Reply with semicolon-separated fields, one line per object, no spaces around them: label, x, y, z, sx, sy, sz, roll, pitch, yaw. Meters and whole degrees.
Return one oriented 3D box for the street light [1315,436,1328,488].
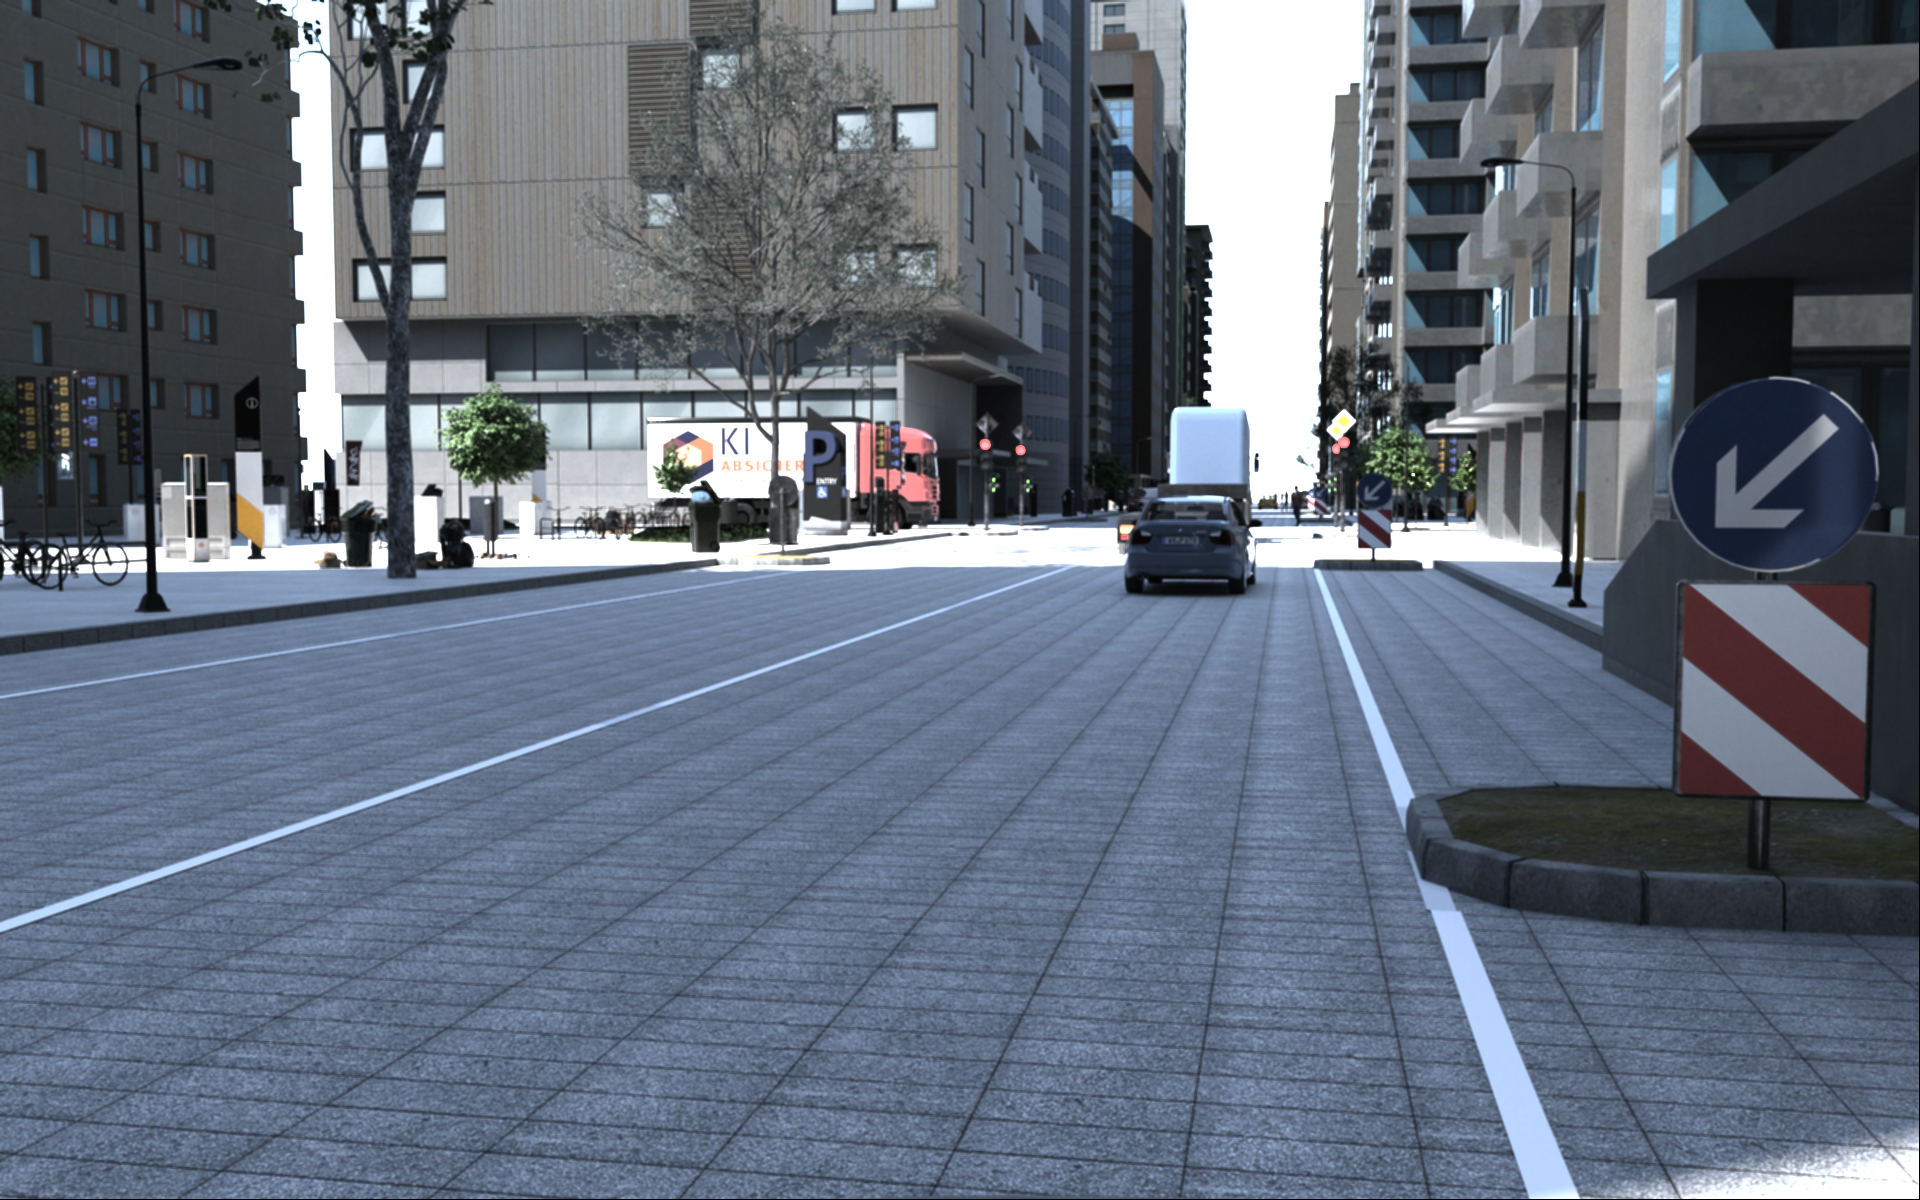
street light;30.961;-10.632;146.373;1.470;5.913;1.316;1;4;11

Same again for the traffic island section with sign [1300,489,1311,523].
traffic island section with sign;18.062;-4.821;87.448;1.989;1.847;2.006;1;4;11

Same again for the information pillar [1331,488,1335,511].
information pillar;27.781;-7.584;128.490;0.304;2.012;0.304;-3;5;-44

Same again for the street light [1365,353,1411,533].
street light;14.190;-5.174;57.141;1.470;5.913;1.316;1;4;11

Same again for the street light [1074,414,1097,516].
street light;7.249;-7.848;100.863;1.470;5.913;1.316;1;4;11

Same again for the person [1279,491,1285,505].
person;41.448;-13.114;222.875;1.348;1.831;0.705;0;4;-5

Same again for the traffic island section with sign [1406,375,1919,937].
traffic island section with sign;2.770;0.123;6.617;1.989;1.847;2.006;1;4;11

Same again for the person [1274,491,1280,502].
person;34.716;-11.065;190.135;0.721;1.736;1.217;-3;5;-42

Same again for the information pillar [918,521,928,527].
information pillar;-1.385;-4.652;67.419;0.504;3.616;0.183;2;4;35

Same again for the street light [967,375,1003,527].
street light;0.992;-5.829;67.843;1.470;5.913;1.316;1;4;11

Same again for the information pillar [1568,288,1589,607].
information pillar;7.025;-1.727;19.588;0.183;3.616;0.504;1;4;16

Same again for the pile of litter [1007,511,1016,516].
pile of litter;2.681;-5.261;99.974;1.176;0.858;1.719;3;5;40

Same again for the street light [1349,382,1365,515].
street light;17.014;-6.082;71.987;1.470;5.913;1.316;1;4;11

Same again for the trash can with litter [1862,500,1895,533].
trash can with litter;10.987;-0.585;20.615;1.678;1.210;2.233;0;4;1

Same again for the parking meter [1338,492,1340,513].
parking meter;25.638;-6.842;117.584;0.255;1.863;0.399;0;4;4

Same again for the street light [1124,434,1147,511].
street light;13.397;-9.851;133.597;1.470;5.913;1.316;1;4;11

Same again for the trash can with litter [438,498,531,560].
trash can with litter;-9.311;-1.417;34.232;1.678;1.210;2.233;-2;4;-27

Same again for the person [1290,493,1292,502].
person;50.981;-15.685;266.426;0.415;1.643;0.593;2;4;33

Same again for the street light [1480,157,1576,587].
street light;7.867;-3.144;23.953;1.470;5.913;1.316;1;4;11

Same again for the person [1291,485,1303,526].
person;15.200;-4.262;78.091;0.656;1.842;0.836;2;4;29

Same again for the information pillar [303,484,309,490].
information pillar;-48.187;-7.535;127.691;0.304;2.012;0.304;1;4;22

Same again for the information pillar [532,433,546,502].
information pillar;-14.333;-4.139;59.024;0.504;3.616;0.183;-2;4;-24

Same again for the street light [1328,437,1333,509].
street light;23.251;-8.114;105.202;1.470;5.913;1.316;1;4;11

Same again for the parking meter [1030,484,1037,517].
parking meter;4.153;-5.640;97.926;0.399;1.863;0.255;1;4;12

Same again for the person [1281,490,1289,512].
person;25.913;-7.880;137.929;0.643;1.750;0.593;1;4;21

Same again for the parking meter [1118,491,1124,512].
parking meter;11.526;-7.065;123.921;0.372;1.533;0.369;0;3;0

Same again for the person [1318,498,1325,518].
person;21.457;-5.728;102.708;0.362;1.759;0.519;3;5;40

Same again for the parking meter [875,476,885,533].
parking meter;-2.636;-3.128;56.848;0.255;1.863;0.399;-1;4;-16

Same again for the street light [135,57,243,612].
street light;-8.307;-2.821;18.673;1.470;5.913;1.316;1;4;11

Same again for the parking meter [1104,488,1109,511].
parking meter;11.251;-7.803;133.291;0.255;1.863;0.399;-2;4;-24

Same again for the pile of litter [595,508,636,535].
pile of litter;-10.857;-2.513;55.057;1.719;0.858;1.176;-2;4;-32

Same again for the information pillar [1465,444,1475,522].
information pillar;23.727;-5.450;80.465;0.504;3.616;0.183;-3;4;-39

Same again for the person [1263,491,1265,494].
person;41.648;-13.988;237.218;1.348;1.822;0.705;0;4;4

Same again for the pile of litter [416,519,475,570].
pile of litter;-9.075;-0.985;30.076;1.176;0.858;1.719;1;4;19

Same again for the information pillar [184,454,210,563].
information pillar;-14.228;-1.701;32.300;0.304;2.012;0.304;3;5;42

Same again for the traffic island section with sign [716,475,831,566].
traffic island section with sign;-3.720;-1.633;35.326;1.989;1.847;2.006;1;4;11

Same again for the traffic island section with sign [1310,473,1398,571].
traffic island section with sign;7.824;-1.511;33.326;1.989;1.847;2.006;1;4;11

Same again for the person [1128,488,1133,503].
person;9.668;-5.425;97.375;0.526;1.800;0.537;3;4;36

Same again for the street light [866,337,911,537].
street light;-2.099;-4.823;51.395;1.470;5.913;1.316;1;4;11

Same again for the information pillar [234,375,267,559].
information pillar;-13.971;-2.613;34.077;0.504;3.616;0.183;-1;4;-14

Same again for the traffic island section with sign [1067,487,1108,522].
traffic island section with sign;6.643;-4.983;90.093;1.989;1.847;2.006;1;4;11

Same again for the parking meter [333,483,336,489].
parking meter;-29.895;-4.737;83.163;0.399;1.863;0.255;2;4;34

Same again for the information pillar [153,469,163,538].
information pillar;-23.691;-2.839;50.914;0.304;2.012;0.304;1;4;8

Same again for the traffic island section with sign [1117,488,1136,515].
traffic island section with sign;11.656;-6.603;116.579;1.989;1.847;2.006;1;4;11

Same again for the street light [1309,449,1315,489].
street light;37.307;-12.683;179.902;1.470;5.913;1.316;1;4;11

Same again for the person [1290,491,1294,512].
person;26.859;-7.963;139.700;0.512;1.701;0.522;1;4;13
